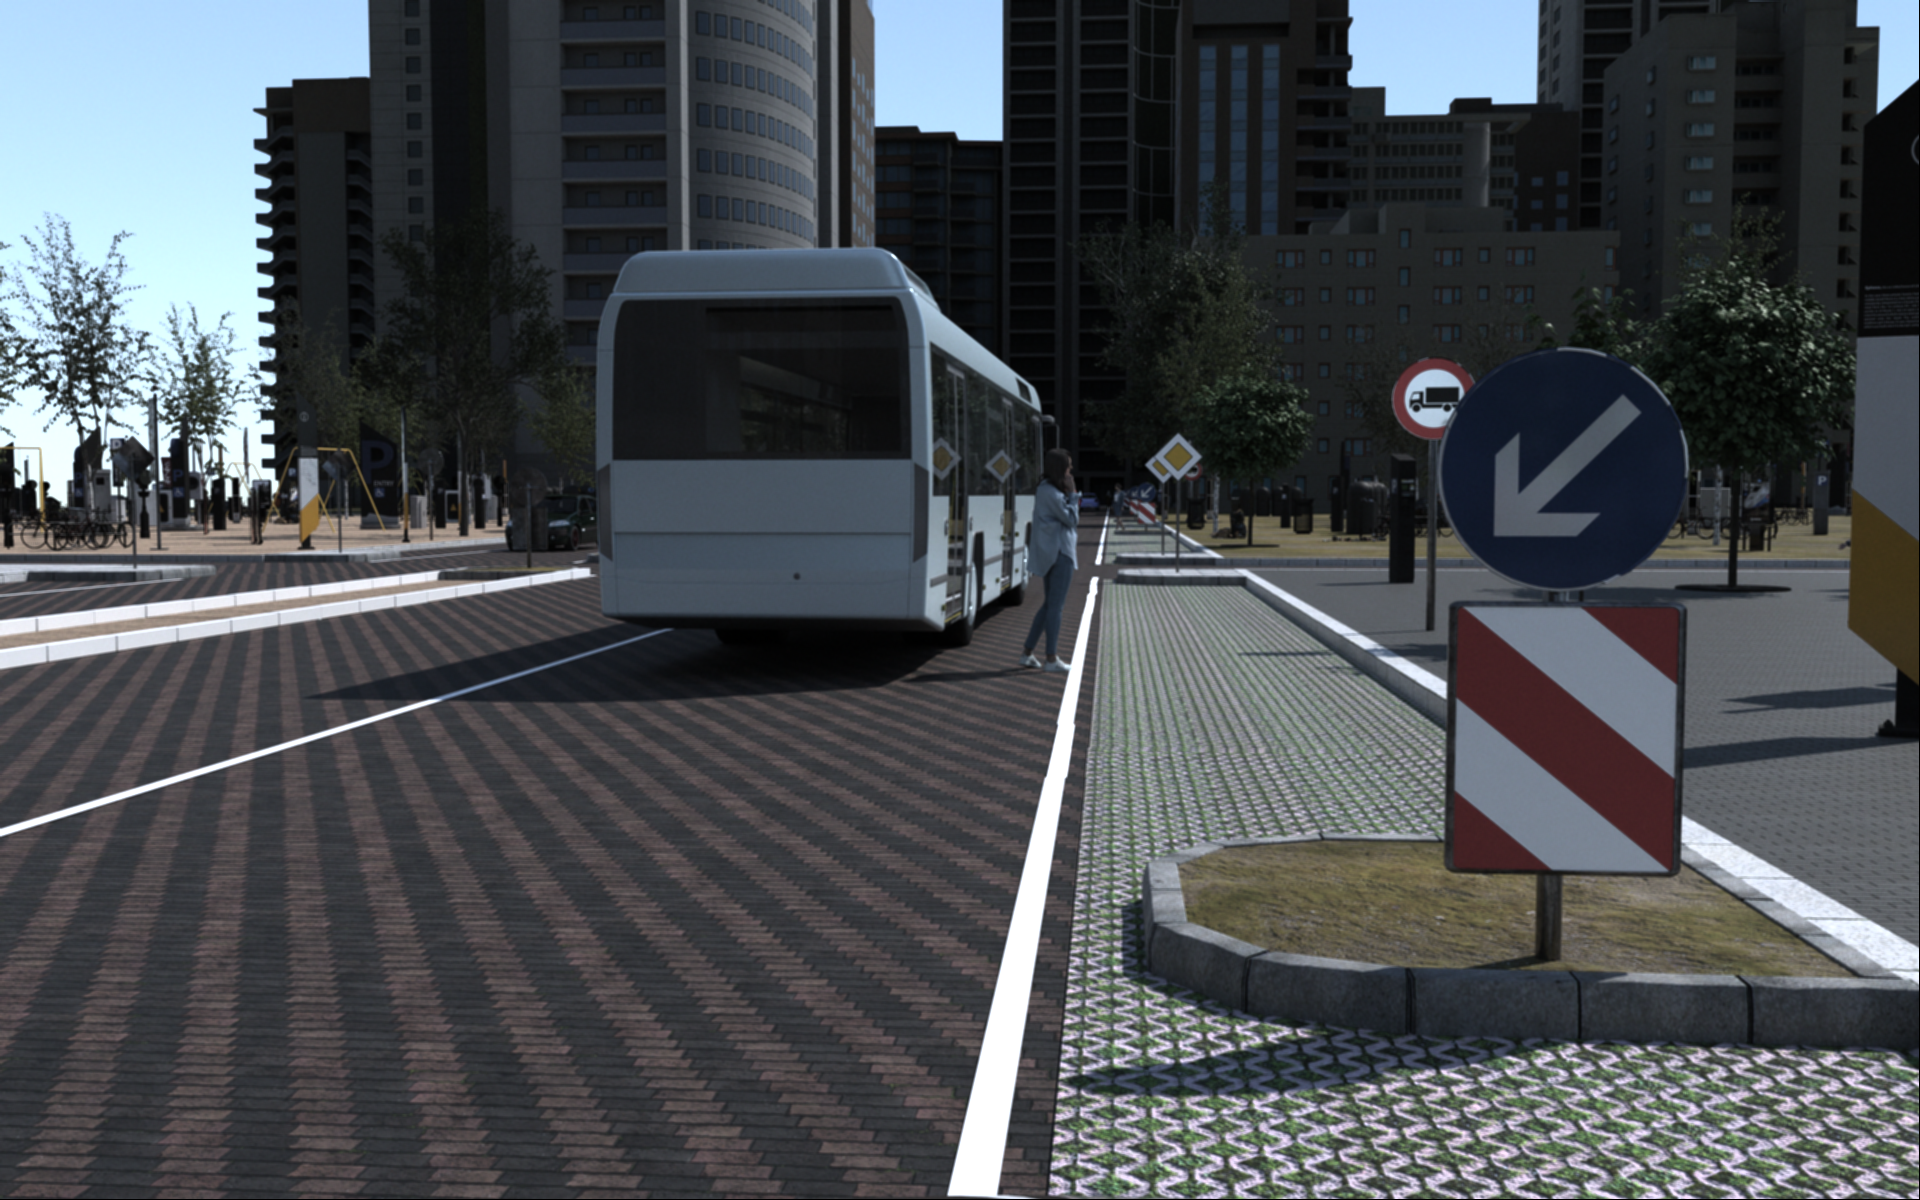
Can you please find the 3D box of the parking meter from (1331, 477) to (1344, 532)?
[{"bbox_3d":[12.759,-3.233,58.568,0.255,1.863,0.399,-3,5,-39],"label":"parking meter"}]

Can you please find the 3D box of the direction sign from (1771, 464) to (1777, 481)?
[{"bbox_3d":[48.002,-6.762,102.562,0.876,3.537,0.379,-2,4,-24],"label":"direction sign"}]

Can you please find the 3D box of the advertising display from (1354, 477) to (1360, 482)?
[{"bbox_3d":[15.021,-3.690,65.550,0.123,1.923,0.974,0,4,8],"label":"advertising display"}]

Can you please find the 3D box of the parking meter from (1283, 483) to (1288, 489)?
[{"bbox_3d":[17.226,-5.261,91.722,0.255,1.863,0.399,0,4,2],"label":"parking meter"}]

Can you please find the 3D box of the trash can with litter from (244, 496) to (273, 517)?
[{"bbox_3d":[-40.241,-5.411,99.531,2.233,1.210,1.678,-1,4,-22],"label":"trash can with litter"}]

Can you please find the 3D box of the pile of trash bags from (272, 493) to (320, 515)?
[{"bbox_3d":[-41.718,-6.031,108.359,3.447,1.369,1.912,2,4,27],"label":"pile of trash bags"}]

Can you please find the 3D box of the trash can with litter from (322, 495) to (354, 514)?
[{"bbox_3d":[-40.315,-6.162,111.801,2.233,1.210,1.678,0,4,-5],"label":"trash can with litter"}]

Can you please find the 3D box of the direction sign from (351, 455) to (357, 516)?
[{"bbox_3d":[-36.559,-6.831,103.676,0.379,3.537,0.876,1,4,18],"label":"direction sign"}]

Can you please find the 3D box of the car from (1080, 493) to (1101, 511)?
[{"bbox_3d":[11.346,-8.699,151.812,1.945,1.707,3.694,0,4,7],"label":"car"}]

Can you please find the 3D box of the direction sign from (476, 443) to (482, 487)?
[{"bbox_3d":[-21.359,-5.194,76.917,0.379,3.537,0.876,-2,4,-29],"label":"direction sign"}]

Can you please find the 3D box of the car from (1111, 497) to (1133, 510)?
[{"bbox_3d":[14.205,-8.515,151.806,1.945,1.354,3.894,0,4,5],"label":"car"}]

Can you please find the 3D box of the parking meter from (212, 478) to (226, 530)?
[{"bbox_3d":[-26.266,-3.405,61.375,0.399,1.863,0.255,0,4,5],"label":"parking meter"}]

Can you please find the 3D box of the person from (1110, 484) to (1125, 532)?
[{"bbox_3d":[5.929,-3.417,64.395,0.654,1.822,0.581,-2,4,-28],"label":"person"}]

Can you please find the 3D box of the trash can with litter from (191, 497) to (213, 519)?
[{"bbox_3d":[-38.617,-4.716,88.166,1.678,1.210,2.233,0,4,-3],"label":"trash can with litter"}]

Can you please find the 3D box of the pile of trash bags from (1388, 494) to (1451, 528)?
[{"bbox_3d":[16.881,-3.418,65.630,3.447,1.369,1.912,-2,4,-24],"label":"pile of trash bags"}]

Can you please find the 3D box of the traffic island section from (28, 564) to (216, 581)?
[{"bbox_3d":[-14.249,-0.464,29.872,2.009,0.180,2.903,0,4,5],"label":"traffic island section"}]

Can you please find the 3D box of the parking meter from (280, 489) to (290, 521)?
[{"bbox_3d":[-32.535,-4.584,83.357,0.372,1.533,0.369,0,3,0],"label":"parking meter"}]

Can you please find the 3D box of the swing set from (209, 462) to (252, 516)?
[{"bbox_3d":[-35.953,-5.462,86.926,2.862,2.851,3.119,0,4,-4],"label":"swing set"}]

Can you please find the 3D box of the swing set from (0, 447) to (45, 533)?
[{"bbox_3d":[-32.127,-3.652,57.333,3.119,2.851,2.862,-2,4,-26],"label":"swing set"}]

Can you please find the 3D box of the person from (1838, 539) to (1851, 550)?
[{"bbox_3d":[16.922,-1.103,32.027,0.738,1.151,1.012,-3,4,-36],"label":"person"}]

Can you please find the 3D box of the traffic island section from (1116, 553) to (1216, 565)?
[{"bbox_3d":[4.270,-0.856,36.269,2.009,0.180,2.903,0,4,5],"label":"traffic island section"}]

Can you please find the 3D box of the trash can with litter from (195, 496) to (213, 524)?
[{"bbox_3d":[-31.729,-3.777,73.147,1.055,1.170,0.624,-2,4,-28],"label":"trash can with litter"}]

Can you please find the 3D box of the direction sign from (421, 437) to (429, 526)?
[{"bbox_3d":[-21.462,-4.726,69.266,0.379,3.537,0.876,-1,4,-23],"label":"direction sign"}]

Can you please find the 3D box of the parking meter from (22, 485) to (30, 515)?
[{"bbox_3d":[-58.077,-6.235,107.654,0.255,1.863,0.399,0,4,3],"label":"parking meter"}]

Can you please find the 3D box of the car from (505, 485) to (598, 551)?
[{"bbox_3d":[-10.366,-2.141,44.792,2.009,1.686,4.222,0,4,6],"label":"car"}]

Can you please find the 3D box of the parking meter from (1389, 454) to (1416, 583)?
[{"bbox_3d":[6.393,-1.181,25.016,0.255,1.863,0.399,0,4,-8],"label":"parking meter"}]

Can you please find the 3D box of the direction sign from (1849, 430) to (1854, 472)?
[{"bbox_3d":[31.693,-4.208,60.801,0.876,3.537,0.379,1,4,23],"label":"direction sign"}]

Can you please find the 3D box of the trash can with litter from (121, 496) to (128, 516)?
[{"bbox_3d":[-48.624,-5.553,101.851,2.233,1.210,1.678,-1,4,-22],"label":"trash can with litter"}]

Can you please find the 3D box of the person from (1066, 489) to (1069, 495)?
[{"bbox_3d":[5.893,-5.259,94.587,0.391,1.810,0.635,-1,4,-18],"label":"person"}]

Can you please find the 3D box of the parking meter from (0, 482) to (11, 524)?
[{"bbox_3d":[-41.328,-4.236,74.969,0.399,1.863,0.255,0,4,-5],"label":"parking meter"}]

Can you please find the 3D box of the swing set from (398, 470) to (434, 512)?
[{"bbox_3d":[-35.965,-7.093,113.598,2.862,2.851,3.119,0,4,-6],"label":"swing set"}]

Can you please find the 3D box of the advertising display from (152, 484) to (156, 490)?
[{"bbox_3d":[-49.732,-6.270,107.725,0.974,1.923,0.123,0,4,4],"label":"advertising display"}]

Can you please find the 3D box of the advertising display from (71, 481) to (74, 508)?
[{"bbox_3d":[-42.250,-4.756,82.975,0.974,1.923,0.123,2,4,33],"label":"advertising display"}]

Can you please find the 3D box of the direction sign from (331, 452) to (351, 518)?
[{"bbox_3d":[-33.582,-6.212,93.569,0.876,3.537,0.379,1,4,21],"label":"direction sign"}]

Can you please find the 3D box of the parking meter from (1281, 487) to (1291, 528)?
[{"bbox_3d":[12.283,-3.479,65.295,0.372,1.533,0.369,0,3,0],"label":"parking meter"}]

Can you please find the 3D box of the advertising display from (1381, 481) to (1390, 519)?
[{"bbox_3d":[21.468,-5.061,87.956,0.974,1.923,0.123,-3,4,-38],"label":"advertising display"}]

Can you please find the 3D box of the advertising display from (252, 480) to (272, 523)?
[{"bbox_3d":[-31.278,-4.429,77.630,0.974,1.923,0.123,1,4,20],"label":"advertising display"}]

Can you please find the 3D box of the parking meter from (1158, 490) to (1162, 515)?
[{"bbox_3d":[12.074,-5.855,104.147,0.372,1.533,0.369,0,3,0],"label":"parking meter"}]

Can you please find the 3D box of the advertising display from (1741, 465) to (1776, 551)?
[{"bbox_3d":[18.070,-2.081,39.233,0.123,1.923,0.974,-1,4,-13],"label":"advertising display"}]

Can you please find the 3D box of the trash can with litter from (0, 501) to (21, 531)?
[{"bbox_3d":[-34.311,-3.086,61.516,1.678,1.210,2.233,-2,4,-31],"label":"trash can with litter"}]

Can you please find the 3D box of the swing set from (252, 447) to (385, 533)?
[{"bbox_3d":[-21.744,-3.751,58.956,2.862,2.851,3.119,1,4,16],"label":"swing set"}]

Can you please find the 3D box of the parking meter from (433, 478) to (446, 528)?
[{"bbox_3d":[-19.430,-3.606,64.666,0.399,1.863,0.255,-2,4,-28],"label":"parking meter"}]

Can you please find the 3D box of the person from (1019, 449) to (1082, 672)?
[{"bbox_3d":[0.725,-0.320,14.003,0.793,1.790,0.793,-3,5,-43],"label":"person"}]

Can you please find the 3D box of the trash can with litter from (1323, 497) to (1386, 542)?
[{"bbox_3d":[10.782,-2.222,47.389,2.233,1.210,1.678,-1,4,-20],"label":"trash can with litter"}]

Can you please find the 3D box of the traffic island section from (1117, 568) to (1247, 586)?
[{"bbox_3d":[3.574,-0.369,28.314,2.009,0.180,2.903,0,4,5],"label":"traffic island section"}]

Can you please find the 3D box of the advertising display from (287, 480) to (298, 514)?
[{"bbox_3d":[-31.527,-4.687,81.853,0.123,1.923,0.974,0,4,0],"label":"advertising display"}]

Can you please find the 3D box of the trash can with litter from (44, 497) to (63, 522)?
[{"bbox_3d":[-40.328,-4.030,77.283,0.624,1.170,1.055,1,4,19],"label":"trash can with litter"}]

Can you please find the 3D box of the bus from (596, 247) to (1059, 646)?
[{"bbox_3d":[-0.722,-1.514,19.618,2.948,3.499,13.247,0,4,7],"label":"bus"}]

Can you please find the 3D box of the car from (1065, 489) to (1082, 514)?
[{"bbox_3d":[7.629,-7.081,124.451,2.281,1.827,5.304,0,4,3],"label":"car"}]

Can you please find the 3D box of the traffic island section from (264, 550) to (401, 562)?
[{"bbox_3d":[-13.553,-0.951,37.827,2.009,0.180,2.903,0,4,5],"label":"traffic island section"}]

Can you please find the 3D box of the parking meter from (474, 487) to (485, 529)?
[{"bbox_3d":[-17.737,-3.397,63.954,0.372,1.533,0.369,0,3,0],"label":"parking meter"}]
